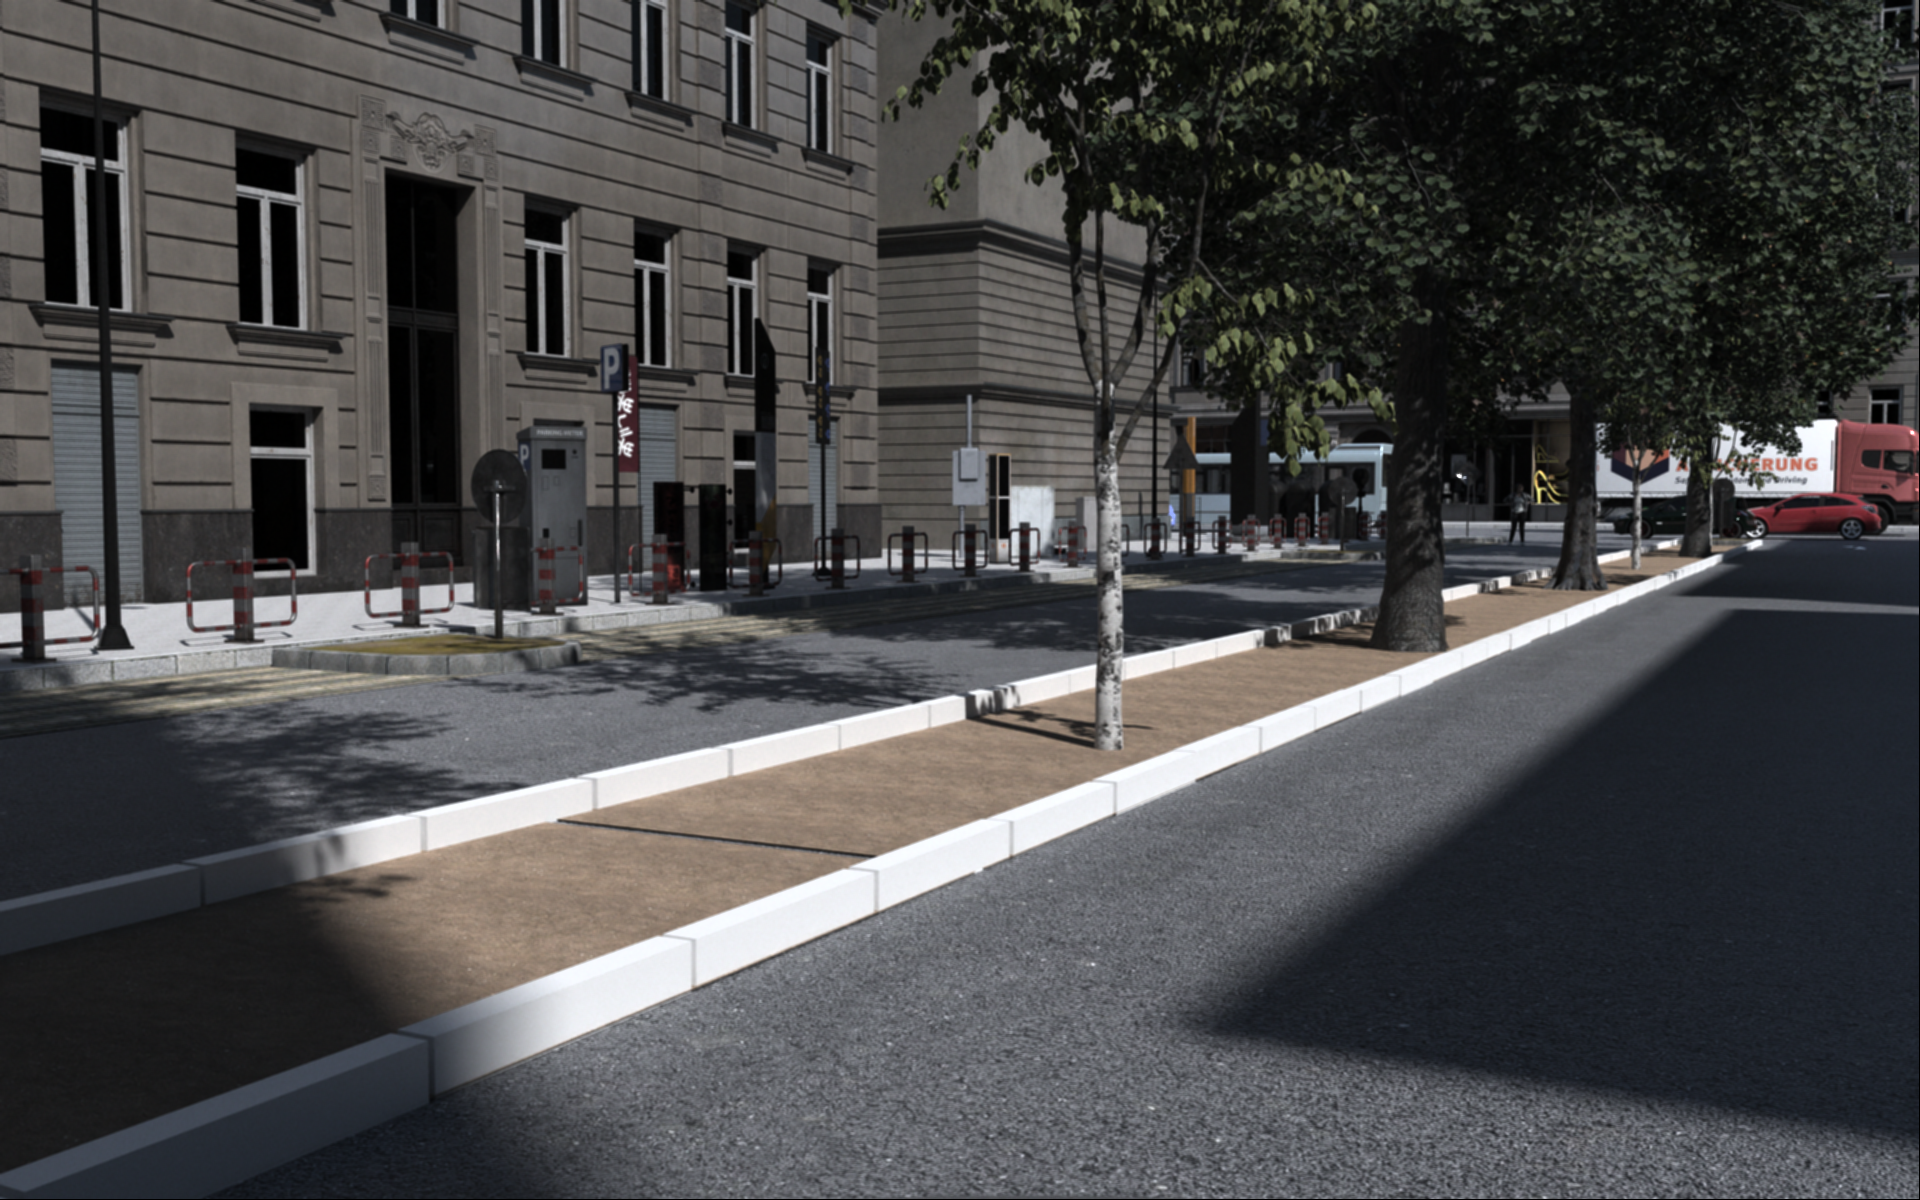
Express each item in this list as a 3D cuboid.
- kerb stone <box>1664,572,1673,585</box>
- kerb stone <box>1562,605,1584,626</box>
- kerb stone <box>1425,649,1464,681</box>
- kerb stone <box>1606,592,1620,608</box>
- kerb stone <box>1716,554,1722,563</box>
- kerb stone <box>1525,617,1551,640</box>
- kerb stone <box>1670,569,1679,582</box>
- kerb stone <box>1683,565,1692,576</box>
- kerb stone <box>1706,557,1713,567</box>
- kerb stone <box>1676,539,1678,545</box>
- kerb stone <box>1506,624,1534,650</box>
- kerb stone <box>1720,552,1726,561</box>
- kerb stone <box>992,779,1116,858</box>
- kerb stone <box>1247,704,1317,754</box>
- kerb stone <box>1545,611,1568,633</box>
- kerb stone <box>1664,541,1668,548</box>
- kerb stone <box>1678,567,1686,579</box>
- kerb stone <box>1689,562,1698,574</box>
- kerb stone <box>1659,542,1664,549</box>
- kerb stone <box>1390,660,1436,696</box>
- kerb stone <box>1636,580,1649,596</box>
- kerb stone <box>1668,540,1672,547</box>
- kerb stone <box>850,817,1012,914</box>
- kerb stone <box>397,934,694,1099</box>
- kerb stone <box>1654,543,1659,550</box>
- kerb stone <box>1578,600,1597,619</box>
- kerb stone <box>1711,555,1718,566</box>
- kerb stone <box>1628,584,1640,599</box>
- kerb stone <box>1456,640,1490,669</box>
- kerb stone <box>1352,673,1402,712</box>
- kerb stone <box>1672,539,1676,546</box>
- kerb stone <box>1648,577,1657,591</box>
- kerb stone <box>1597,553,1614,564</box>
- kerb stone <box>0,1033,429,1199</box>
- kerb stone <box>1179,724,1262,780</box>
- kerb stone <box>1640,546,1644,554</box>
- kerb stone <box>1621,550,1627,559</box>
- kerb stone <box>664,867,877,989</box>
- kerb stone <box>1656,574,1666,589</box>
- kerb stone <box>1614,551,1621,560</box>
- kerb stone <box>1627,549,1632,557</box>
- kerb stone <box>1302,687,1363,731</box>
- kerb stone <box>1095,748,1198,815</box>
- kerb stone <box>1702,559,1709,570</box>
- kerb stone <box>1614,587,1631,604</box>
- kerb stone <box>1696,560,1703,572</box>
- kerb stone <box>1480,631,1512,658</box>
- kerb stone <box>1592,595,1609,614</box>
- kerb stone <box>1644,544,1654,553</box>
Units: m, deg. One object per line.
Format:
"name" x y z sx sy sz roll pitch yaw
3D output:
"kerb stone" 11.064 -0.310 27.270 0.120 0.150 1.000 2 4 28
"kerb stone" 6.702 0.190 19.084 0.120 0.150 1.000 2 4 28
"kerb stone" 3.779 0.524 13.627 0.120 0.150 1.000 2 4 28
"kerb stone" 8.149 0.027 21.818 0.120 0.150 1.000 2 4 28
"kerb stone" 15.427 -0.809 35.443 0.120 0.150 1.000 2 4 28
"kerb stone" 5.715 0.302 17.259 0.120 0.150 1.000 2 4 28
"kerb stone" 11.543 -0.366 28.175 0.120 0.150 1.000 2 4 28
"kerb stone" 12.515 -0.469 29.991 0.120 0.150 1.000 2 4 28
"kerb stone" 14.461 -0.697 33.630 0.120 0.150 1.000 2 4 28
"kerb stone" 19.844 -1.586 48.171 0.120 0.150 1.000 2 4 28
"kerb stone" 5.239 0.358 16.349 0.120 0.150 1.000 2 4 28
"kerb stone" 15.911 -0.866 36.349 0.120 0.150 1.000 2 4 28
"kerb stone" 0.394 0.916 7.289 0.120 0.150 1.000 2 4 28
"kerb stone" 1.846 0.745 10.008 0.120 0.150 1.000 2 4 28
"kerb stone" 6.207 0.247 18.162 0.120 0.150 1.000 2 4 28
"kerb stone" 18.391 -1.420 45.453 0.120 0.150 1.000 2 4 28
"kerb stone" 12.028 -0.421 29.079 0.120 0.150 1.000 2 4 28
"kerb stone" 13.004 -0.533 30.907 0.120 0.150 1.000 2 4 28
"kerb stone" 17.910 -1.364 44.548 0.120 0.150 1.000 2 4 28
"kerb stone" 3.302 0.580 12.720 0.120 0.150 1.000 2 4 28
"kerb stone" 9.602 -0.143 24.537 0.120 0.150 1.000 2 4 28
"kerb stone" 18.874 -1.478 46.358 0.120 0.150 1.000 2 4 28
"kerb stone" -0.095 0.968 6.376 0.120 0.150 1.000 2 4 28
"kerb stone" -1.060 1.078 4.564 0.120 0.150 1.000 2 4 28
"kerb stone" 17.426 -1.311 43.644 0.120 0.150 1.000 2 4 28
"kerb stone" 7.182 0.134 19.997 0.120 0.150 1.000 2 4 28
"kerb stone" 14.946 -0.755 34.533 0.120 0.150 1.000 2 4 28
"kerb stone" 9.115 -0.088 23.626 0.120 0.150 1.000 2 4 28
"kerb stone" 4.261 0.469 14.532 0.120 0.150 1.000 2 4 28
"kerb stone" 2.816 0.638 11.818 0.120 0.150 1.000 2 4 28
"kerb stone" 19.359 -1.533 47.266 0.120 0.150 1.000 2 4 28
"kerb stone" 10.088 -0.196 25.454 0.120 0.150 1.000 2 4 28
"kerb stone" 13.550 -0.868 36.389 0.120 0.150 1.000 2 4 28
"kerb stone" -1.537 1.134 3.657 0.120 0.150 1.000 2 4 28
"kerb stone" 1.356 0.801 9.104 0.120 0.150 1.000 2 4 28
"kerb stone" 15.967 -1.146 40.925 0.120 0.150 1.000 2 4 28
"kerb stone" 14.522 -0.970 38.200 0.120 0.150 1.000 2 4 28
"kerb stone" -0.580 1.025 5.473 0.120 0.150 1.000 2 4 28
"kerb stone" 10.579 -0.254 26.354 0.120 0.150 1.000 2 4 28
"kerb stone" 14.042 -0.923 37.294 0.120 0.150 1.000 2 4 28
"kerb stone" 15.009 -1.031 39.102 0.120 0.150 1.000 2 4 28
"kerb stone" 2.327 0.690 10.914 0.120 0.150 1.000 2 4 28
"kerb stone" 0.883 0.856 8.194 0.120 0.150 1.000 2 4 28
"kerb stone" 13.983 -0.644 32.720 0.120 0.150 1.000 2 4 28
"kerb stone" 8.637 -0.032 22.720 0.120 0.150 1.000 2 4 28
"kerb stone" 13.491 -0.588 31.809 0.120 0.150 1.000 2 4 28
"kerb stone" 4.742 0.413 15.438 0.120 0.150 1.000 2 4 28
"kerb stone" 7.670 0.079 20.908 0.120 0.150 1.000 2 4 28
"kerb stone" 16.936 -1.250 42.736 0.120 0.150 1.000 2 4 28
